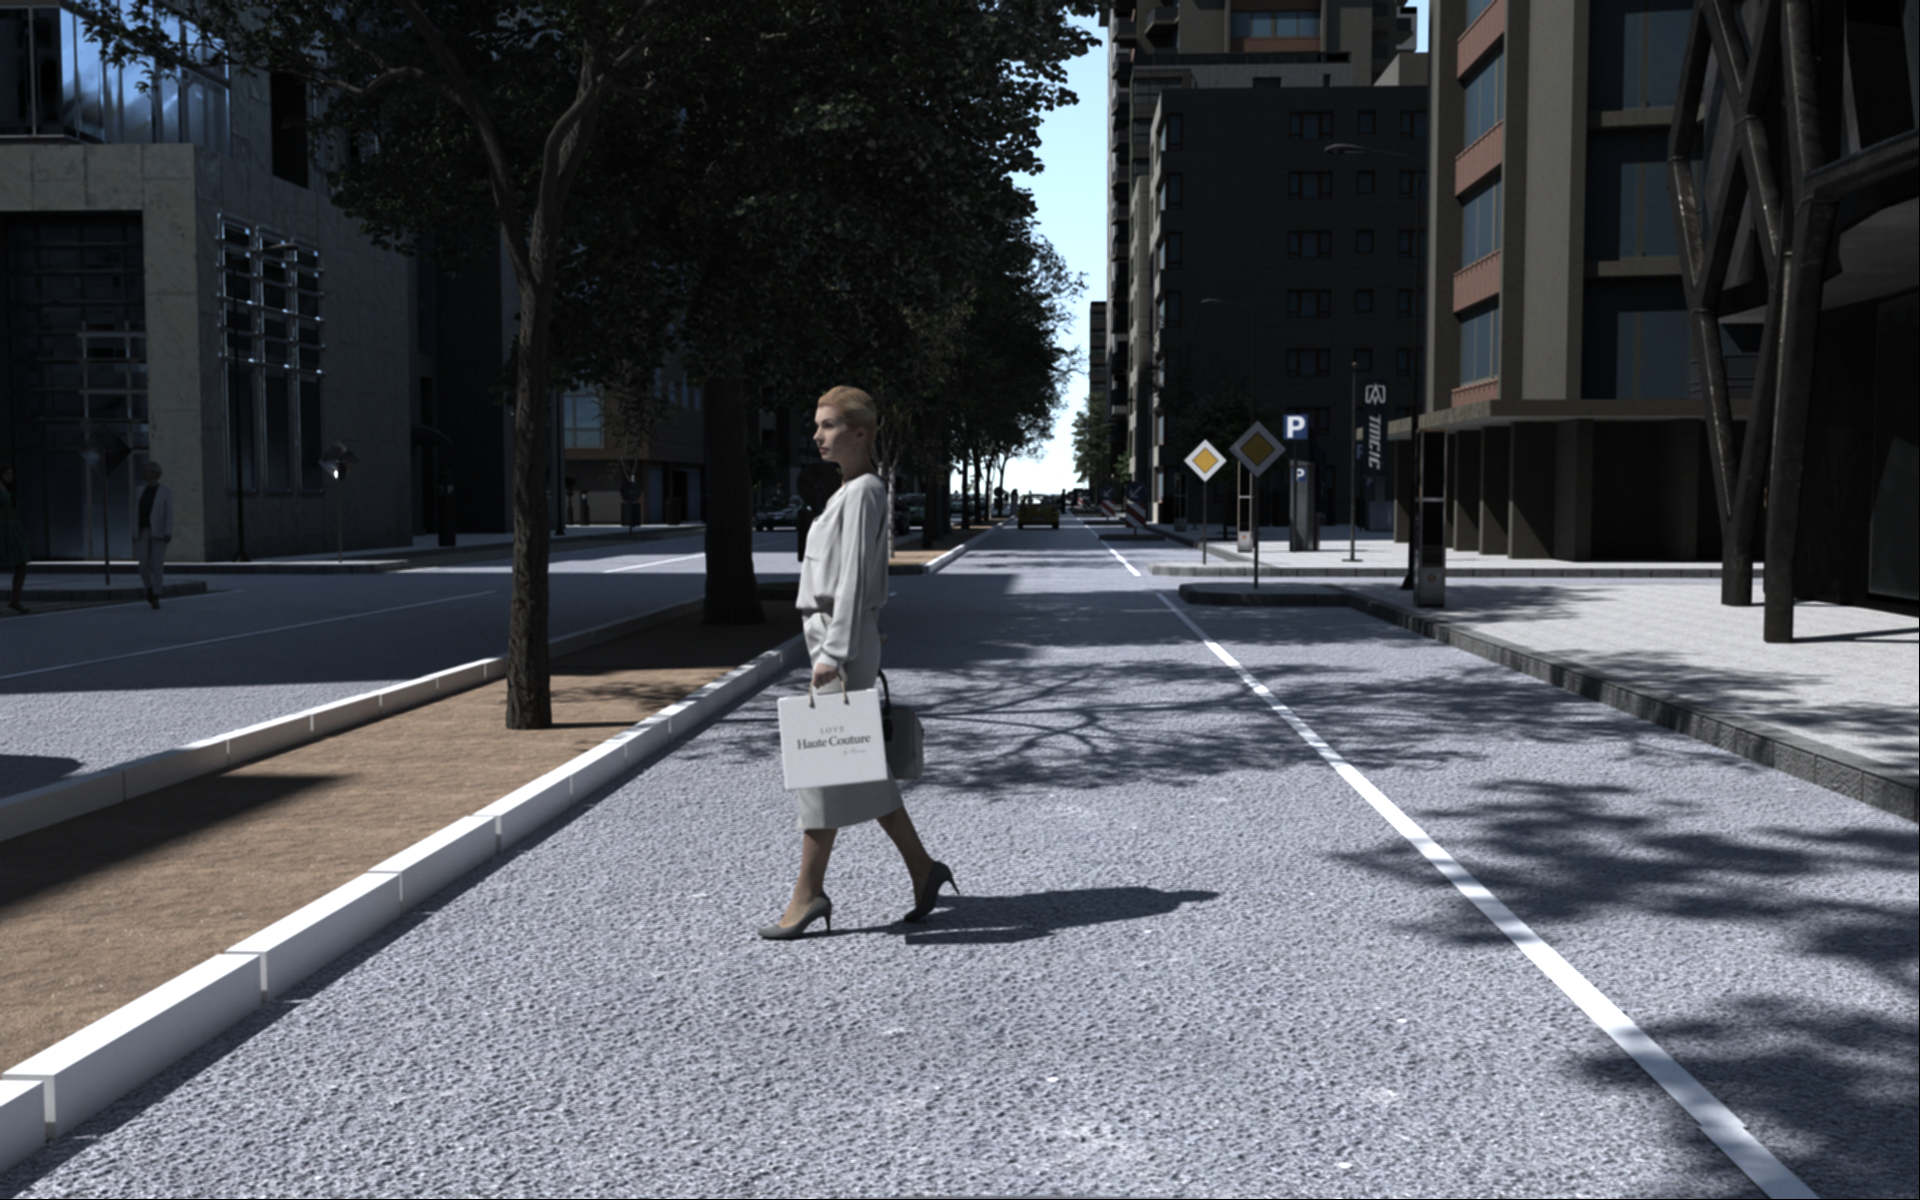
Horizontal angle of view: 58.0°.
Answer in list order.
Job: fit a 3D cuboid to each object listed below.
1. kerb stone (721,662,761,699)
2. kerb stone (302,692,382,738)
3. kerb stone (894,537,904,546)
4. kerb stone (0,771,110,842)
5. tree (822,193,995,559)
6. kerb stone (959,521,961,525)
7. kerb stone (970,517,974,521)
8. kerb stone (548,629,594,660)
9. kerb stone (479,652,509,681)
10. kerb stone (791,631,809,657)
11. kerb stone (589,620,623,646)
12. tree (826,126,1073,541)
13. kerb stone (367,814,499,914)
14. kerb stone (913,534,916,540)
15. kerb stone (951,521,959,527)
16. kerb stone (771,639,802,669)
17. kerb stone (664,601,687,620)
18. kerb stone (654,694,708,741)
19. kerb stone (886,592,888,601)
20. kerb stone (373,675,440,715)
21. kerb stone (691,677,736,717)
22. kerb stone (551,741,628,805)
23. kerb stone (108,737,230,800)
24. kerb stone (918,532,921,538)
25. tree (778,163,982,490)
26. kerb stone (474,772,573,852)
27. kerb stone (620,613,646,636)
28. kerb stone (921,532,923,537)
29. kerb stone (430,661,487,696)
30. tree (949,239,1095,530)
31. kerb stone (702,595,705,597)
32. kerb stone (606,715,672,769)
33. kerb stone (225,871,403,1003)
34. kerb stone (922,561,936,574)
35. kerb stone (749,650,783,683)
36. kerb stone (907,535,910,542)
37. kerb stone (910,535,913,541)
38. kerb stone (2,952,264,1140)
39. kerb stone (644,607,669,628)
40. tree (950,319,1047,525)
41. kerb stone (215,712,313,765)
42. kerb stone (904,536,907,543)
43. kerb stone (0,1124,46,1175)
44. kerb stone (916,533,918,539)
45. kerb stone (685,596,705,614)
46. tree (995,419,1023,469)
[{"bbox_3d":[-1.603,0.592,12.538,0.120,0.150,1.000,0,4,3],"label":"kerb stone"},{"bbox_3d":[-3.803,0.709,10.597,0.120,0.150,1.000,0,4,3],"label":"kerb stone"},{"bbox_3d":[-1.752,-1.640,49.014,0.120,0.150,1.000,0,4,3],"label":"kerb stone"},{"bbox_3d":[-3.963,0.897,7.528,0.120,0.150,1.000,0,4,3],"label":"kerb stone"},{"bbox_3d":[-1.566,-5.242,38.523,4.737,8.622,4.395,0,3,0],"label":"tree"},{"bbox_3d":[-0.161,-3.456,78.702,0.120,0.150,1.000,0,4,3],"label":"kerb stone"},{"bbox_3d":[0.709,-4.457,95.069,0.120,0.150,1.000,0,4,3],"label":"kerb stone"},{"bbox_3d":[-3.540,0.399,15.711,0.120,0.150,1.000,0,4,3],"label":"kerb stone"},{"bbox_3d":[-3.638,0.525,13.669,0.120,0.150,1.000,0,4,3],"label":"kerb stone"},{"bbox_3d":[-1.428,0.403,15.605,0.120,0.150,1.000,0,4,3],"label":"kerb stone"},{"bbox_3d":[-3.468,0.334,16.731,0.120,0.150,1.000,0,4,3],"label":"kerb stone"},{"bbox_3d":[-0.634,-8.054,52.259,7.486,12.596,7.792,0,3,0],"label":"tree"},{"bbox_3d":[-1.934,0.967,6.399,0.120,0.150,1.000,0,4,3],"label":"kerb stone"},{"bbox_3d":[-1.531,-1.890,53.096,0.120,0.150,1.000,0,4,3],"label":"kerb stone"},{"bbox_3d":[-0.226,-3.394,77.682,0.120,0.150,1.000,0,4,3],"label":"kerb stone"},{"bbox_3d":[-1.483,0.466,14.585,0.120,0.150,1.000,0,4,3],"label":"kerb stone"},{"bbox_3d":[-3.318,0.146,19.803,0.120,0.150,1.000,0,4,3],"label":"kerb stone"},{"bbox_3d":[-1.702,0.717,10.492,0.120,0.150,1.000,0,4,3],"label":"kerb stone"},{"bbox_3d":[-1.050,-0.030,22.770,0.120,0.150,1.000,0,4,3],"label":"kerb stone"},{"bbox_3d":[-3.744,0.650,11.618,0.120,0.150,1.000,0,4,3],"label":"kerb stone"},{"bbox_3d":[-1.655,0.656,11.513,0.120,0.150,1.000,0,4,3],"label":"kerb stone"},{"bbox_3d":[-1.814,0.845,8.446,0.120,0.150,1.000,0,4,3],"label":"kerb stone"},{"bbox_3d":[-3.913,0.835,8.549,0.120,0.150,1.000,0,4,3],"label":"kerb stone"},{"bbox_3d":[-1.418,-2.015,55.148,0.120,0.150,1.000,0,4,3],"label":"kerb stone"},{"bbox_3d":[-1.508,-4.945,33.672,4.360,8.622,3.978,0,3,0],"label":"tree"},{"bbox_3d":[-1.866,0.904,7.420,0.120,0.150,1.000,0,4,3],"label":"kerb stone"},{"bbox_3d":[-3.419,0.273,17.757,0.120,0.150,1.000,0,4,3],"label":"kerb stone"},{"bbox_3d":[-1.372,-2.077,56.177,0.120,0.150,1.000,0,4,3],"label":"kerb stone"},{"bbox_3d":[-3.691,0.585,12.638,0.120,0.150,1.000,0,4,3],"label":"kerb stone"},{"bbox_3d":[0.192,-9.589,69.612,12.009,13.543,11.850,0,3,0],"label":"tree"},{"bbox_3d":[-3.204,0.021,21.852,0.120,0.150,1.000,0,4,3],"label":"kerb stone"},{"bbox_3d":[-1.761,0.781,9.467,0.120,0.150,1.000,0,4,3],"label":"kerb stone"},{"bbox_3d":[-1.982,1.031,5.371,0.120,0.150,1.000,0,4,3],"label":"kerb stone"},{"bbox_3d":[-0.585,-0.565,31.479,0.120,0.150,1.000,0,4,3],"label":"kerb stone"},{"bbox_3d":[-1.543,0.529,13.562,0.120,0.150,1.000,0,4,3],"label":"kerb stone"},{"bbox_3d":[-1.645,-1.762,51.055,0.120,0.150,1.000,0,4,3],"label":"kerb stone"},{"bbox_3d":[-1.593,-1.827,52.076,0.120,0.150,1.000,0,4,3],"label":"kerb stone"},{"bbox_3d":[-2.039,1.095,4.340,0.120,0.150,1.000,0,4,3],"label":"kerb stone"},{"bbox_3d":[-3.356,0.209,18.777,0.120,0.150,1.000,0,4,3],"label":"kerb stone"},{"bbox_3d":[0.744,-9.366,81.346,9.928,11.665,9.643,0,3,0],"label":"tree"},{"bbox_3d":[-3.860,0.772,9.569,0.120,0.150,1.000,0,4,3],"label":"kerb stone"},{"bbox_3d":[-1.695,-1.703,50.034,0.120,0.150,1.000,0,4,3],"label":"kerb stone"},{"bbox_3d":[-2.098,1.161,3.311,0.120,0.150,1.000,0,4,3],"label":"kerb stone"},{"bbox_3d":[-1.485,-1.952,54.117,0.120,0.150,1.000,0,4,3],"label":"kerb stone"},{"bbox_3d":[-3.262,0.093,20.825,0.120,0.150,1.000,0,4,3],"label":"kerb stone"},{"bbox_3d":[1.682,-8.818,97.001,4.737,8.622,4.395,0,3,0],"label":"tree"}]
